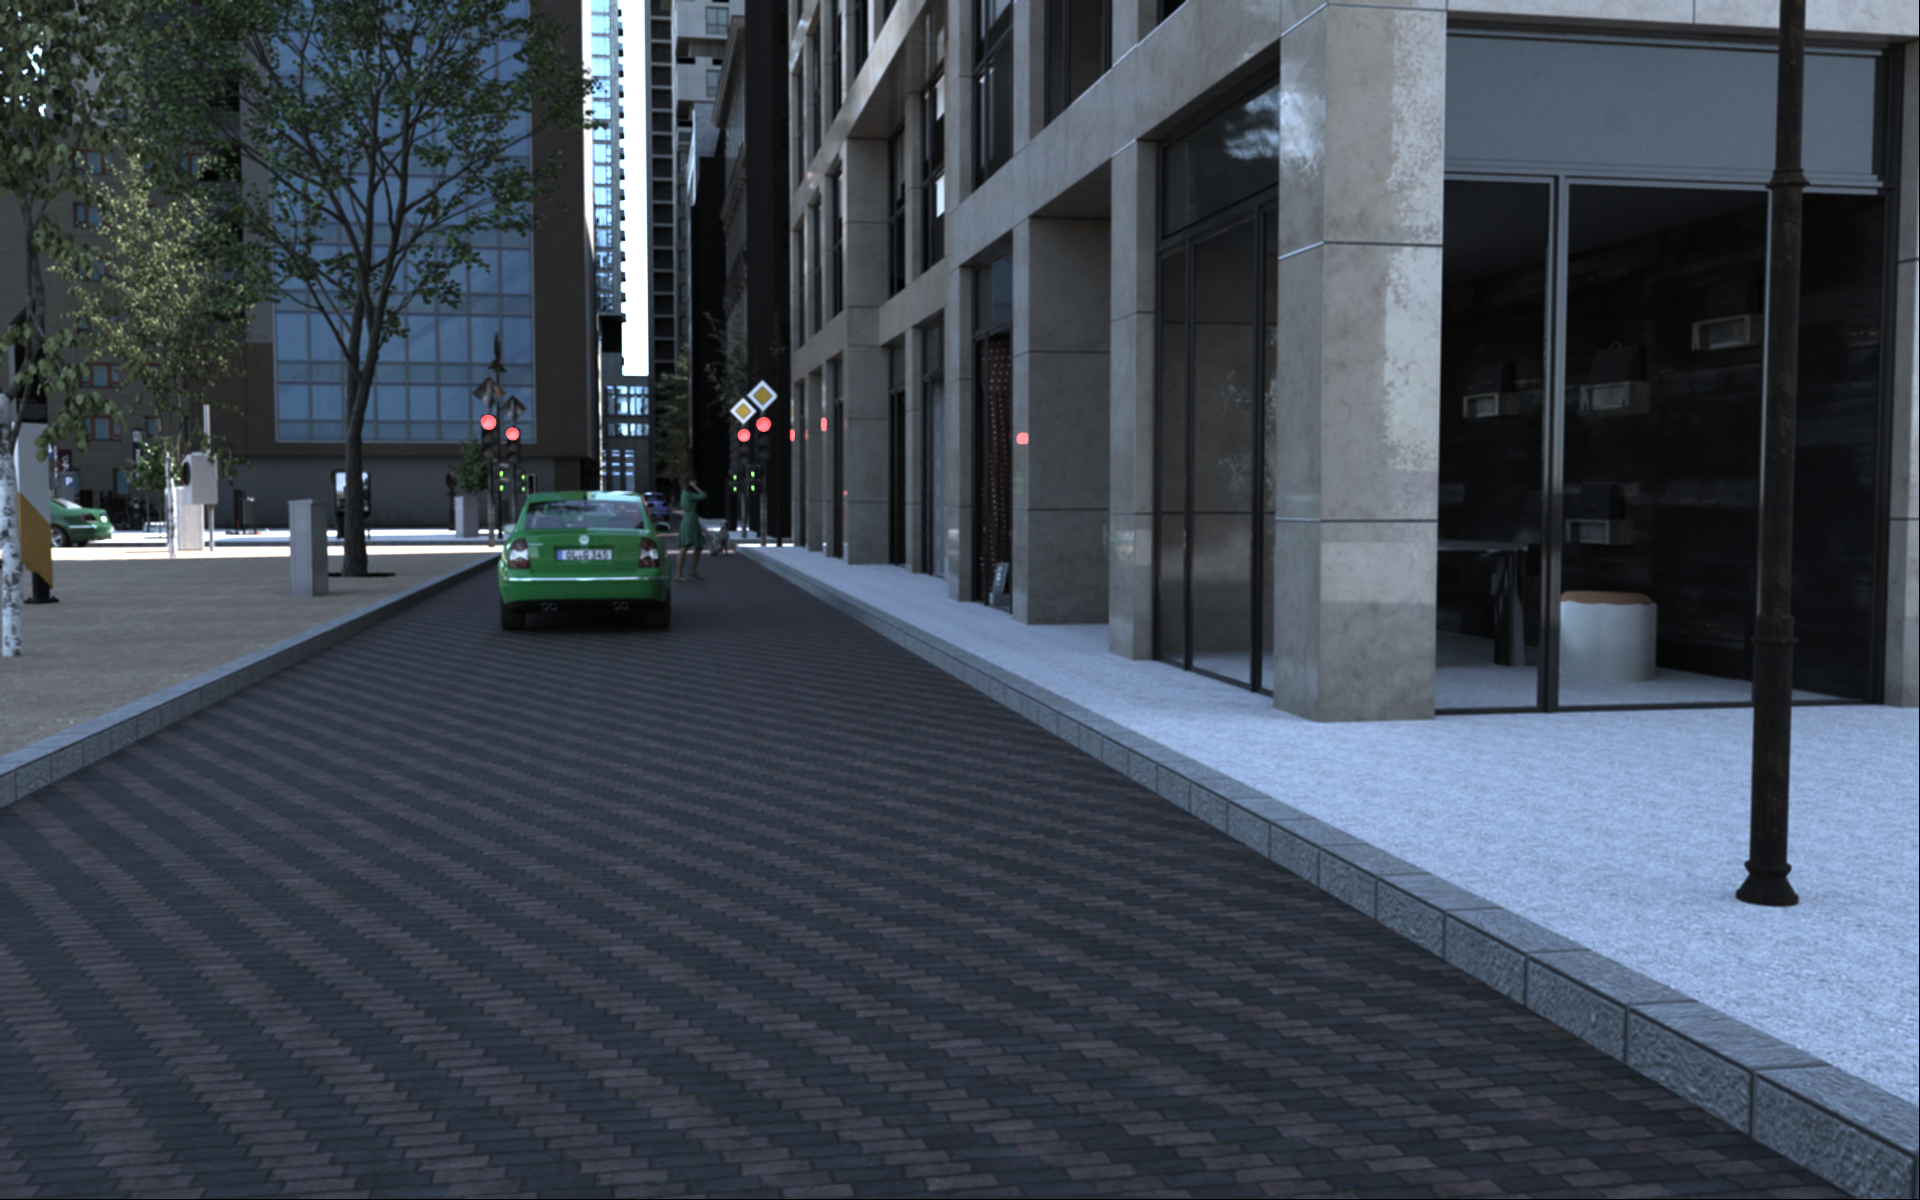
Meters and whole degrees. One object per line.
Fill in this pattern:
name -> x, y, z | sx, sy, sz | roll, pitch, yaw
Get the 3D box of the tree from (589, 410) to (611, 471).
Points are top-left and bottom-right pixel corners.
tree -> -26.010, -10.262, 118.148 | 4.360, 8.622, 3.978 | 0, 3, 0

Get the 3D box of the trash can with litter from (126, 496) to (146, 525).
trash can with litter -> -34.827, -3.726, 71.984 | 1.678, 1.210, 2.233 | 3, 5, 41

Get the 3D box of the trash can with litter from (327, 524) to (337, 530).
trash can with litter -> -22.264, -3.124, 62.138 | 1.678, 1.210, 2.233 | -1, 4, -9

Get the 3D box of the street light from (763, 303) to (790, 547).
street light -> -4.411, -4.240, 42.116 | 0.468, 5.910, 1.993 | -1, 4, -10

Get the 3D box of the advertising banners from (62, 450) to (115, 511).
advertising banners -> -34.885, -4.463, 69.162 | 2.074, 3.025, 0.090 | -3, 5, -43

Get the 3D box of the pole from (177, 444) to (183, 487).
pole -> -31.553, -4.668, 70.168 | 0.158, 3.312, 0.155 | 0, 3, 0

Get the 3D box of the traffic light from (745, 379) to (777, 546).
traffic light -> -4.866, -3.284, 42.619 | 0.839, 4.253, 0.868 | -1, 4, -10

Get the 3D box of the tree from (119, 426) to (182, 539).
tree -> -23.044, -3.378, 49.836 | 1.663, 3.219, 1.824 | 0, 3, 0

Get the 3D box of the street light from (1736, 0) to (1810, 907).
street light -> 2.551, -1.988, 5.294 | 0.468, 5.910, 1.993 | -1, 4, -10

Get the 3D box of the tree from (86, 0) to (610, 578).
tree -> -9.261, -6.173, 26.685 | 9.928, 11.665, 9.643 | 0, 3, 0

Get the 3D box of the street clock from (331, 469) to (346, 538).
street clock -> -18.013, -2.801, 50.366 | 0.471, 2.002, 0.358 | 1, 4, 19

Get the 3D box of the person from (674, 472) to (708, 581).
person -> -4.475, -1.214, 28.594 | 0.529, 1.795, 0.600 | -2, 4, -25

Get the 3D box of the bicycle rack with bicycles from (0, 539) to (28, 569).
bicycle rack with bicycles -> -17.044, -0.958, 29.038 | 2.925, 0.926, 2.852 | 1, 4, 19

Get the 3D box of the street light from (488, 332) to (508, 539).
street light -> -13.169, -4.688, 49.437 | 0.468, 5.910, 1.993 | -1, 4, -10

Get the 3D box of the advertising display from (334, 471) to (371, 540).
advertising display -> -17.064, -2.658, 48.679 | 0.974, 1.923, 0.123 | 0, 4, 0

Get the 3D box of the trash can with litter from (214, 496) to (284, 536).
trash can with litter -> -22.426, -2.639, 54.212 | 2.233, 1.210, 1.678 | 2, 4, 29

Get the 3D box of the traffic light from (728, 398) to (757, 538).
traffic light -> -6.323, -3.765, 50.470 | 0.839, 4.253, 0.868 | -1, 4, -10

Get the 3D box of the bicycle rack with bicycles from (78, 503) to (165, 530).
bicycle rack with bicycles -> -31.970, -3.249, 66.499 | 2.852, 0.926, 2.925 | 0, 4, -6

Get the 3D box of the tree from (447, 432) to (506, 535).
tree -> -15.084, -3.627, 53.907 | 1.663, 3.219, 1.824 | 0, 3, 0

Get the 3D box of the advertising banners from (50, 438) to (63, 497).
advertising banners -> -28.437, -3.557, 54.353 | 0.090, 3.025, 2.074 | -2, 4, -34

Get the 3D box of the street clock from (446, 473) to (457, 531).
street clock -> -17.600, -3.391, 60.011 | 0.358, 2.002, 0.471 | -3, 5, -39

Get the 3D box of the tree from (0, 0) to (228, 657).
tree -> -7.557, -3.844, 13.219 | 4.737, 8.622, 4.395 | 0, 3, 0

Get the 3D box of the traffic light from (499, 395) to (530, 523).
traffic light -> -12.673, -3.692, 49.280 | 0.839, 4.253, 0.868 | -1, 4, -10

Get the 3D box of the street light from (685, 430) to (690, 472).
street light -> -19.487, -9.255, 124.106 | 0.468, 5.910, 1.993 | -1, 4, -10

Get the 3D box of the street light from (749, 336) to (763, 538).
street light -> -5.931, -4.779, 50.924 | 0.468, 5.910, 1.993 | -1, 4, -10

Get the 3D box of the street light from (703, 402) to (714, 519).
street light -> -12.665, -7.005, 87.325 | 0.468, 5.910, 1.993 | -1, 4, -10

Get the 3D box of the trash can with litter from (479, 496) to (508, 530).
trash can with litter -> -16.886, -3.127, 62.183 | 2.233, 1.210, 1.678 | -1, 4, -11

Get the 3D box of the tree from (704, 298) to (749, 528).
tree -> -7.812, -7.019, 65.123 | 4.360, 8.622, 3.978 | 0, 3, 0

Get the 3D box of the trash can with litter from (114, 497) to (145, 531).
trash can with litter -> -28.972, -2.994, 60.332 | 1.055, 1.170, 0.624 | 0, 4, 4

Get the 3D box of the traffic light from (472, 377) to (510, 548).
traffic light -> -11.216, -3.211, 41.428 | 0.839, 4.253, 0.868 | -1, 4, -10

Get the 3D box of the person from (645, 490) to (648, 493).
person -> -27.766, -8.865, 153.435 | 0.705, 1.826, 1.348 | 2, 4, 24

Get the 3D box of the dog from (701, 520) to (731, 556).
dog -> -5.710, -1.435, 40.291 | 0.800, 0.831, 0.513 | -1, 4, -12

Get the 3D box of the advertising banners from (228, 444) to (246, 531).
advertising banners -> -25.519, -3.970, 61.103 | 0.090, 3.025, 2.074 | -1, 4, -9
